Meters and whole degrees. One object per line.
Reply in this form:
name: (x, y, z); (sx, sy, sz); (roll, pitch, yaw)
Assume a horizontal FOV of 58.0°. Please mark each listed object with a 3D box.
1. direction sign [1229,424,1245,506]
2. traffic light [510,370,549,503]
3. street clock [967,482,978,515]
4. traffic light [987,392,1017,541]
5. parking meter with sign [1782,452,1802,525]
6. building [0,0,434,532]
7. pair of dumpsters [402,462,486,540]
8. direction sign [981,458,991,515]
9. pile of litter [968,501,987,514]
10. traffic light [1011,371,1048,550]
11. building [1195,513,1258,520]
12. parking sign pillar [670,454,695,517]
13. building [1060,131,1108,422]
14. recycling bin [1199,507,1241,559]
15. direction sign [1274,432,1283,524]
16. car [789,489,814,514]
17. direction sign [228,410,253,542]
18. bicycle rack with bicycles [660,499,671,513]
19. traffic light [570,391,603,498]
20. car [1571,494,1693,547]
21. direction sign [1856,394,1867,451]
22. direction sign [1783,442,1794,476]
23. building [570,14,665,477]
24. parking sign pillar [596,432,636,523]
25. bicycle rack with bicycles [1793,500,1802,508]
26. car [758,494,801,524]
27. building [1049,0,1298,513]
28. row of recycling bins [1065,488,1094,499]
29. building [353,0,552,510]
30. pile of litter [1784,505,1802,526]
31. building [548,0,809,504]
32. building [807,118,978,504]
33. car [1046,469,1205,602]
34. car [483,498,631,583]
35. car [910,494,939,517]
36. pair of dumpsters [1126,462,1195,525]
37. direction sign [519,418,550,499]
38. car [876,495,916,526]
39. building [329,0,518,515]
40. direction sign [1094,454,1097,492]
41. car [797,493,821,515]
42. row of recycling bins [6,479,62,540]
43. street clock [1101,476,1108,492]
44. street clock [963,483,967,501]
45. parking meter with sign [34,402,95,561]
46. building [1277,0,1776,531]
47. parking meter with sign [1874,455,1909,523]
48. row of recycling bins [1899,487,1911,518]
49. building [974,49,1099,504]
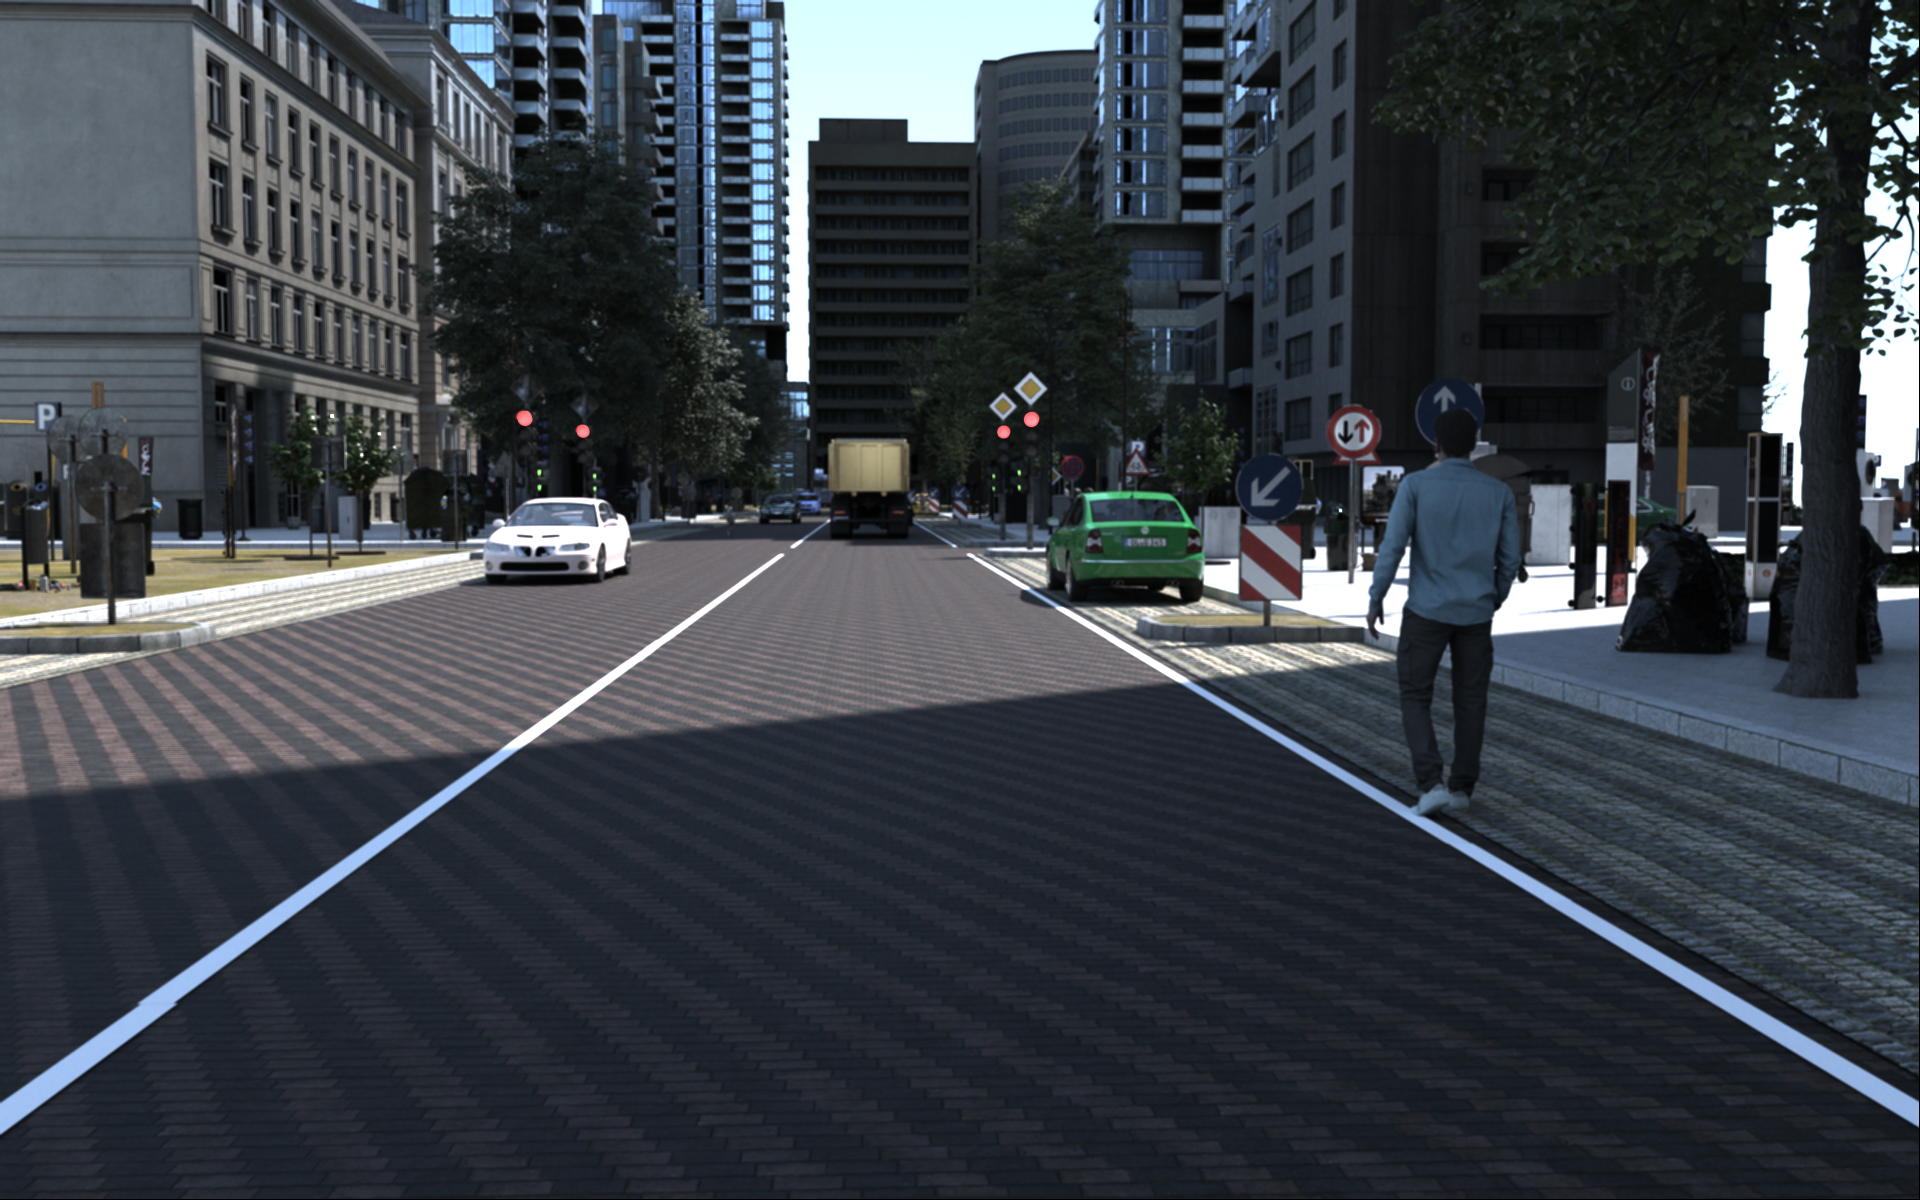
direction sign: (9.016, -3.944, 56.478); (0.379, 3.537, 0.876); (-2, 4, -25)
traffic light: (-9.749, -3.072, 39.155); (0.839, 4.253, 0.868); (0, 4, -3)
street clock: (0.861, -6.326, 108.002); (0.471, 2.002, 0.358); (-3, 4, -36)
traffic light: (1.163, -3.598, 47.756); (0.839, 4.253, 0.868); (0, 4, -3)
parking meter with sign: (33.889, -4.590, 71.300); (0.543, 3.016, 1.738); (-3, 5, -40)
building: (-33.528, -14.583, 71.722); (16.112, 22.955, 30.059); (0, 4, -3)
pair of dumpsters: (-14.972, -2.921, 50.254); (1.574, 2.255, 4.437); (0, 4, -3)
direction sign: (1.594, -7.141, 108.746); (0.876, 3.537, 0.379); (2, 4, 28)
pile of litter: (0.984, -5.969, 111.550); (1.719, 0.858, 1.176); (0, 4, -1)
traffic light: (1.595, -3.111, 39.782); (0.839, 4.253, 0.868); (0, 4, -3)
building: (23.569, -47.836, 94.793); (22.319, 86.520, 31.000); (0, 4, -3)
parking sign pillar: (-15.765, -6.728, 98.469); (1.447, 3.967, 1.447); (1, 4, 19)
building: (23.716, -29.677, 177.108); (32.217, 40.220, 23.993); (0, 4, -3)
recycling bin: (5.186, -1.351, 34.636); (0.722, 1.027, 0.722); (0, 4, -2)
direction sign: (11.770, -4.409, 64.087); (0.379, 3.537, 0.876); (0, 4, -8)
car: (-11.830, -7.315, 128.268); (2.281, 1.827, 5.304); (0, 4, -5)
direction sign: (-19.421, -3.354, 46.841); (0.379, 3.537, 0.876); (1, 4, 18)
bicycle rack with bicycles: (-20.247, -6.461, 119.018); (2.852, 0.926, 2.925); (3, 5, 42)
traffic light: (-10.181, -3.560, 47.128); (0.839, 4.253, 0.868); (0, 4, -3)
car: (16.325, -2.016, 44.752); (4.920, 1.459, 2.131); (0, 4, -4)
direction sign: (20.101, -2.895, 39.326); (0.876, 3.537, 0.379); (0, 4, 0)
direction sign: (35.920, -5.111, 75.554); (0.379, 3.537, 0.876); (-2, 4, -32)
building: (-45.597, -33.892, 173.744); (30.456, 49.044, 23.786); (0, 4, -3)
parking sign pillar: (-14.956, -5.353, 75.991); (1.447, 3.967, 1.447); (3, 4, 36)
bicycle rack with bicycles: (54.771, -6.026, 111.906); (2.925, 0.926, 2.852); (-3, 5, -39)
car: (-8.791, -4.465, 84.803); (2.131, 1.459, 4.920); (0, 4, -2)
building: (19.865, -51.067, 147.622); (22.319, 86.520, 31.000); (0, 4, -3)
row of recycling bins: (7.337, -6.681, 116.350); (3.534, 1.692, 1.069); (1, 4, 21)
building: (-39.879, -50.301, 135.098); (22.319, 86.520, 31.000); (0, 4, -3)
pile of litter: (33.676, -3.386, 69.322); (1.176, 0.858, 1.719); (1, 4, 9)
building: (-35.250, -55.797, 224.946); (31.000, 86.520, 22.319); (0, 4, -3)
building: (-8.951, -36.889, 226.828); (21.600, 48.544, 21.300); (0, 4, -3)
car: (2.249, -0.952, 24.362); (1.959, 1.807, 4.718); (0, 4, -3)
car: (-6.761, -1.045, 29.443); (2.083, 1.381, 4.827); (0, 4, -2)
car: (-2.262, -5.987, 108.107); (2.015, 1.641, 3.980); (0, 4, -5)
pair of dumpsters: (6.108, -3.046, 52.290); (1.574, 2.255, 4.437); (0, 4, -3)
direction sign: (-12.600, -3.626, 51.280); (0.876, 3.537, 0.379); (-1, 4, -18)
car: (-3.016, -4.243, 79.167); (2.009, 1.686, 4.222); (0, 4, -3)
building: (-33.238, -19.005, 96.639); (13.634, 28.700, 20.117); (0, 4, -3)
direction sign: (7.676, -6.492, 98.143); (0.379, 3.537, 0.876); (1, 4, 10)
car: (-10.500, -6.710, 119.297); (1.945, 1.707, 3.694); (0, 4, -2)
row of recycling bins: (-25.239, -2.542, 48.668); (3.534, 1.692, 1.069); (1, 4, 15)
street clock: (5.905, -4.054, 70.855); (0.358, 2.002, 0.471); (0, 4, -2)
street clock: (0.422, -6.443, 109.920); (0.471, 2.002, 0.358); (-1, 4, -12)
parking meter with sign: (-17.092, -2.293, 33.748); (0.543, 3.016, 1.738); (1, 4, 15)
building: (20.473, -17.956, 65.290); (14.107, 30.474, 14.160); (0, 4, -3)
parking meter with sign: (41.310, -4.932, 76.893); (1.738, 3.016, 0.543); (-1, 4, -16)
row of recycling bins: (50.201, -5.215, 92.374); (3.534, 1.692, 1.069); (-2, 4, -29)
building: (16.417, -41.958, 228.018); (28.212, 58.520, 21.231); (0, 4, -3)
